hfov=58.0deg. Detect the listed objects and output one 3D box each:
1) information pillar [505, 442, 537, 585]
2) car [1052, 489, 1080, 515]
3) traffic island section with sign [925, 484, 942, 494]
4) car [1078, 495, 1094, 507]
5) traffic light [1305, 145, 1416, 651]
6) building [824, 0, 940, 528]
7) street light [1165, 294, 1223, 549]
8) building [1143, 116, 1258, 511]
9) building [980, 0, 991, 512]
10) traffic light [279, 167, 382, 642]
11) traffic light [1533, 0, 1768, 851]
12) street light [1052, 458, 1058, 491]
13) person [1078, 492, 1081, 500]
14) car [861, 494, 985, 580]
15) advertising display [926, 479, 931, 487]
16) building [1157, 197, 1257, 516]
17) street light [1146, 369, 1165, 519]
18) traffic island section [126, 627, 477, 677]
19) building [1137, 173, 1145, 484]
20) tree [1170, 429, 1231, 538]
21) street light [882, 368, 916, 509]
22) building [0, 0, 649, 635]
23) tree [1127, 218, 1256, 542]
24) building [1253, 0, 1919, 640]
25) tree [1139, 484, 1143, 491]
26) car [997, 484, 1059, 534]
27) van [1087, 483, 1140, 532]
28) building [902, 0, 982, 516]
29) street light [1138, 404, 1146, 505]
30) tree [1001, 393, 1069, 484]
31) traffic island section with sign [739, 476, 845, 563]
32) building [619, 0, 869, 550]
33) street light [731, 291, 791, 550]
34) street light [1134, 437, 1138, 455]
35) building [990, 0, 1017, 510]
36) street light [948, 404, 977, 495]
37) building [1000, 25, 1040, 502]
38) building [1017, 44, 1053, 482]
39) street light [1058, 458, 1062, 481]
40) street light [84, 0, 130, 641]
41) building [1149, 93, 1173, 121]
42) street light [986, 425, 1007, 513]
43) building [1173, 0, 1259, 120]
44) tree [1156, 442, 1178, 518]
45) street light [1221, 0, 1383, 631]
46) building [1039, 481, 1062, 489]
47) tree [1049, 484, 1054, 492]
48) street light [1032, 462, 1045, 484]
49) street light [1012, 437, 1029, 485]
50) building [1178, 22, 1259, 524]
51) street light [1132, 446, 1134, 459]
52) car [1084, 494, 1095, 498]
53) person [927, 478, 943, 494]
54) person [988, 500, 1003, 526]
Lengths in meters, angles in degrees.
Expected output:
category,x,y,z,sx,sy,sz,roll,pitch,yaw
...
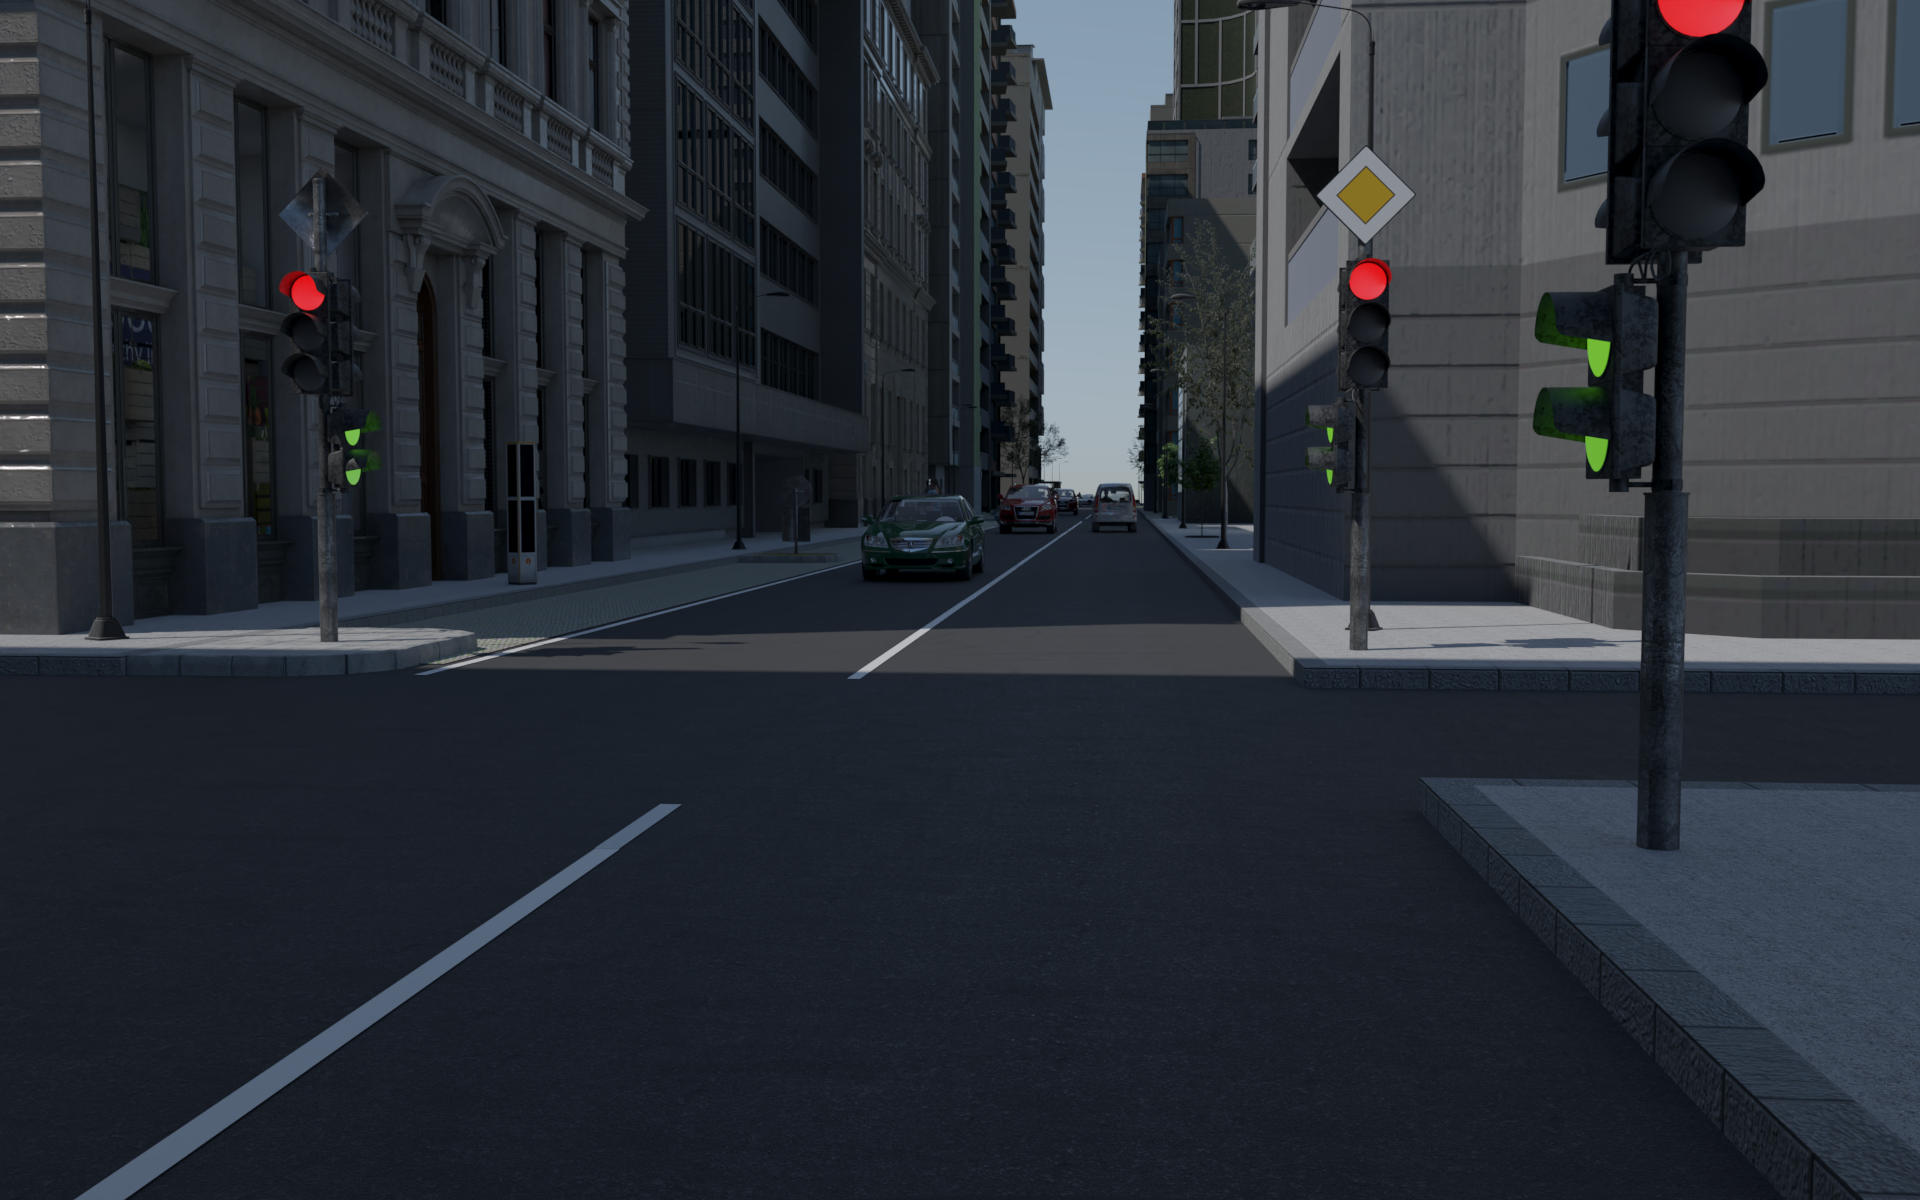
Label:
category,x,y,z,sx,sy,sz,roll,pitch,yaw
information pillar,-6.195,-1.222,24.475,0.304,2.012,0.304,3,5,41
car,7.100,-6.752,119.070,2.281,1.827,5.304,0,4,4
traffic island section with sign,-0.955,-3.375,63.804,1.989,1.847,2.006,0,4,5
car,14.294,-11.204,195.548,2.083,1.381,4.827,0,4,5
traffic light,3.261,-1.542,14.136,0.839,4.253,0.868,0,4,5
building,-8.349,-17.128,77.300,12.463,27.353,25.104,0,4,5
street light,5.604,-4.145,40.320,1.470,5.913,1.316,0,4,5
building,21.585,-22.315,136.558,14.160,30.474,14.107,0,4,5
building,-9.374,-30.075,115.424,21.300,48.544,21.600,0,4,5
traffic light,-5.464,-1.591,14.930,0.839,4.253,0.868,0,4,5
traffic light,2.520,-1.056,6.186,0.839,4.253,0.868,0,4,5
street light,10.191,-13.810,198.329,1.470,5.913,1.316,0,4,5
person,17.047,-14.528,246.697,0.551,1.740,0.621,-3,5,-42
car,-0.586,-1.132,30.303,2.131,1.459,4.920,0,4,5
advertising display,-1.374,-4.333,76.065,0.123,1.923,0.974,0,4,4
building,27.246,-16.496,114.750,27.650,21.520,28.899,0,4,5
street light,7.770,-5.619,64.411,1.470,5.913,1.316,0,4,5
traffic island section,-5.503,0.441,15.069,2.009,0.180,2.903,0,4,5
building,34.920,-35.245,230.882,22.147,44.769,28.867,0,4,5
tree,7.149,-3.459,51.161,1.663,3.219,1.824,0,3,0
street light,-2.317,-5.604,64.164,1.470,5.913,1.316,0,4,5
building,-12.099,-11.974,24.652,11.050,23.489,19.941,0,4,5
tree,6.959,-5.840,45.851,4.360,8.622,3.978,0,3,0
building,18.951,-29.366,22.138,28.212,58.520,21.231,0,4,5
tree,19.147,-11.103,176.138,1.663,3.219,1.824,0,3,0
car,2.567,-3.405,64.347,2.281,1.827,5.304,0,4,5
van,5.878,-3.618,66.160,2.013,2.044,4.112,0,4,3
building,-6.346,-25.293,97.128,14.154,41.232,14.086,0,4,5
street light,10.311,-7.293,91.784,1.470,5.913,1.316,0,4,5
tree,5.990,-13.736,158.989,8.767,10.594,7.601,1,4,9
traffic island section with sign,-3.496,-1.711,36.598,1.989,1.847,2.006,0,4,5
building,-11.783,-14.127,50.051,14.314,24.678,30.058,0,4,5
street light,-4.572,-4.116,39.833,1.470,5.913,1.316,0,4,5
street light,12.655,-8.814,116.650,1.470,5.913,1.316,0,4,5
building,-6.856,-29.732,140.746,22.147,44.769,28.867,0,4,5
street light,0.222,-7.278,91.540,1.470,5.913,1.316,0,4,5
building,-2.694,-34.313,184.719,21.300,48.544,21.600,0,4,5
building,-3.635,-37.947,209.666,28.713,52.752,27.495,0,4,5
street light,12.381,-15.283,222.418,1.470,5.913,1.316,0,4,5
street light,-6.997,-2.601,15.065,1.470,5.913,1.316,0,4,5
building,33.019,-35.593,205.647,21.300,48.544,21.600,0,4,5
street light,2.472,-8.812,116.621,1.470,5.913,1.316,0,4,5
building,27.061,-43.667,152.208,20.563,71.187,20.611,0,4,5
tree,12.398,-6.820,95.214,4.285,4.588,4.351,0,3,0
street light,3.277,-2.673,16.243,1.470,5.913,1.316,0,4,5
building,-2.393,-33.264,235.740,32.217,40.220,23.993,0,4,5
tree,13.608,-15.582,249.369,1.663,3.219,1.824,0,3,0
street light,7.872,-12.329,174.123,1.470,5.913,1.316,0,4,5
street light,4.788,-10.285,140.698,1.470,5.913,1.316,0,4,5
building,20.452,-46.118,66.693,22.319,86.520,31.000,0,4,5
street light,14.994,-10.310,141.113,1.470,5.913,1.316,0,4,5
car,16.702,-13.000,224.349,2.131,1.459,4.920,0,4,5
person,-0.543,-1.936,40.240,0.616,1.811,0.778,-3,4,-38
person,1.761,-3.949,78.559,1.012,1.151,0.738,-2,4,-27
